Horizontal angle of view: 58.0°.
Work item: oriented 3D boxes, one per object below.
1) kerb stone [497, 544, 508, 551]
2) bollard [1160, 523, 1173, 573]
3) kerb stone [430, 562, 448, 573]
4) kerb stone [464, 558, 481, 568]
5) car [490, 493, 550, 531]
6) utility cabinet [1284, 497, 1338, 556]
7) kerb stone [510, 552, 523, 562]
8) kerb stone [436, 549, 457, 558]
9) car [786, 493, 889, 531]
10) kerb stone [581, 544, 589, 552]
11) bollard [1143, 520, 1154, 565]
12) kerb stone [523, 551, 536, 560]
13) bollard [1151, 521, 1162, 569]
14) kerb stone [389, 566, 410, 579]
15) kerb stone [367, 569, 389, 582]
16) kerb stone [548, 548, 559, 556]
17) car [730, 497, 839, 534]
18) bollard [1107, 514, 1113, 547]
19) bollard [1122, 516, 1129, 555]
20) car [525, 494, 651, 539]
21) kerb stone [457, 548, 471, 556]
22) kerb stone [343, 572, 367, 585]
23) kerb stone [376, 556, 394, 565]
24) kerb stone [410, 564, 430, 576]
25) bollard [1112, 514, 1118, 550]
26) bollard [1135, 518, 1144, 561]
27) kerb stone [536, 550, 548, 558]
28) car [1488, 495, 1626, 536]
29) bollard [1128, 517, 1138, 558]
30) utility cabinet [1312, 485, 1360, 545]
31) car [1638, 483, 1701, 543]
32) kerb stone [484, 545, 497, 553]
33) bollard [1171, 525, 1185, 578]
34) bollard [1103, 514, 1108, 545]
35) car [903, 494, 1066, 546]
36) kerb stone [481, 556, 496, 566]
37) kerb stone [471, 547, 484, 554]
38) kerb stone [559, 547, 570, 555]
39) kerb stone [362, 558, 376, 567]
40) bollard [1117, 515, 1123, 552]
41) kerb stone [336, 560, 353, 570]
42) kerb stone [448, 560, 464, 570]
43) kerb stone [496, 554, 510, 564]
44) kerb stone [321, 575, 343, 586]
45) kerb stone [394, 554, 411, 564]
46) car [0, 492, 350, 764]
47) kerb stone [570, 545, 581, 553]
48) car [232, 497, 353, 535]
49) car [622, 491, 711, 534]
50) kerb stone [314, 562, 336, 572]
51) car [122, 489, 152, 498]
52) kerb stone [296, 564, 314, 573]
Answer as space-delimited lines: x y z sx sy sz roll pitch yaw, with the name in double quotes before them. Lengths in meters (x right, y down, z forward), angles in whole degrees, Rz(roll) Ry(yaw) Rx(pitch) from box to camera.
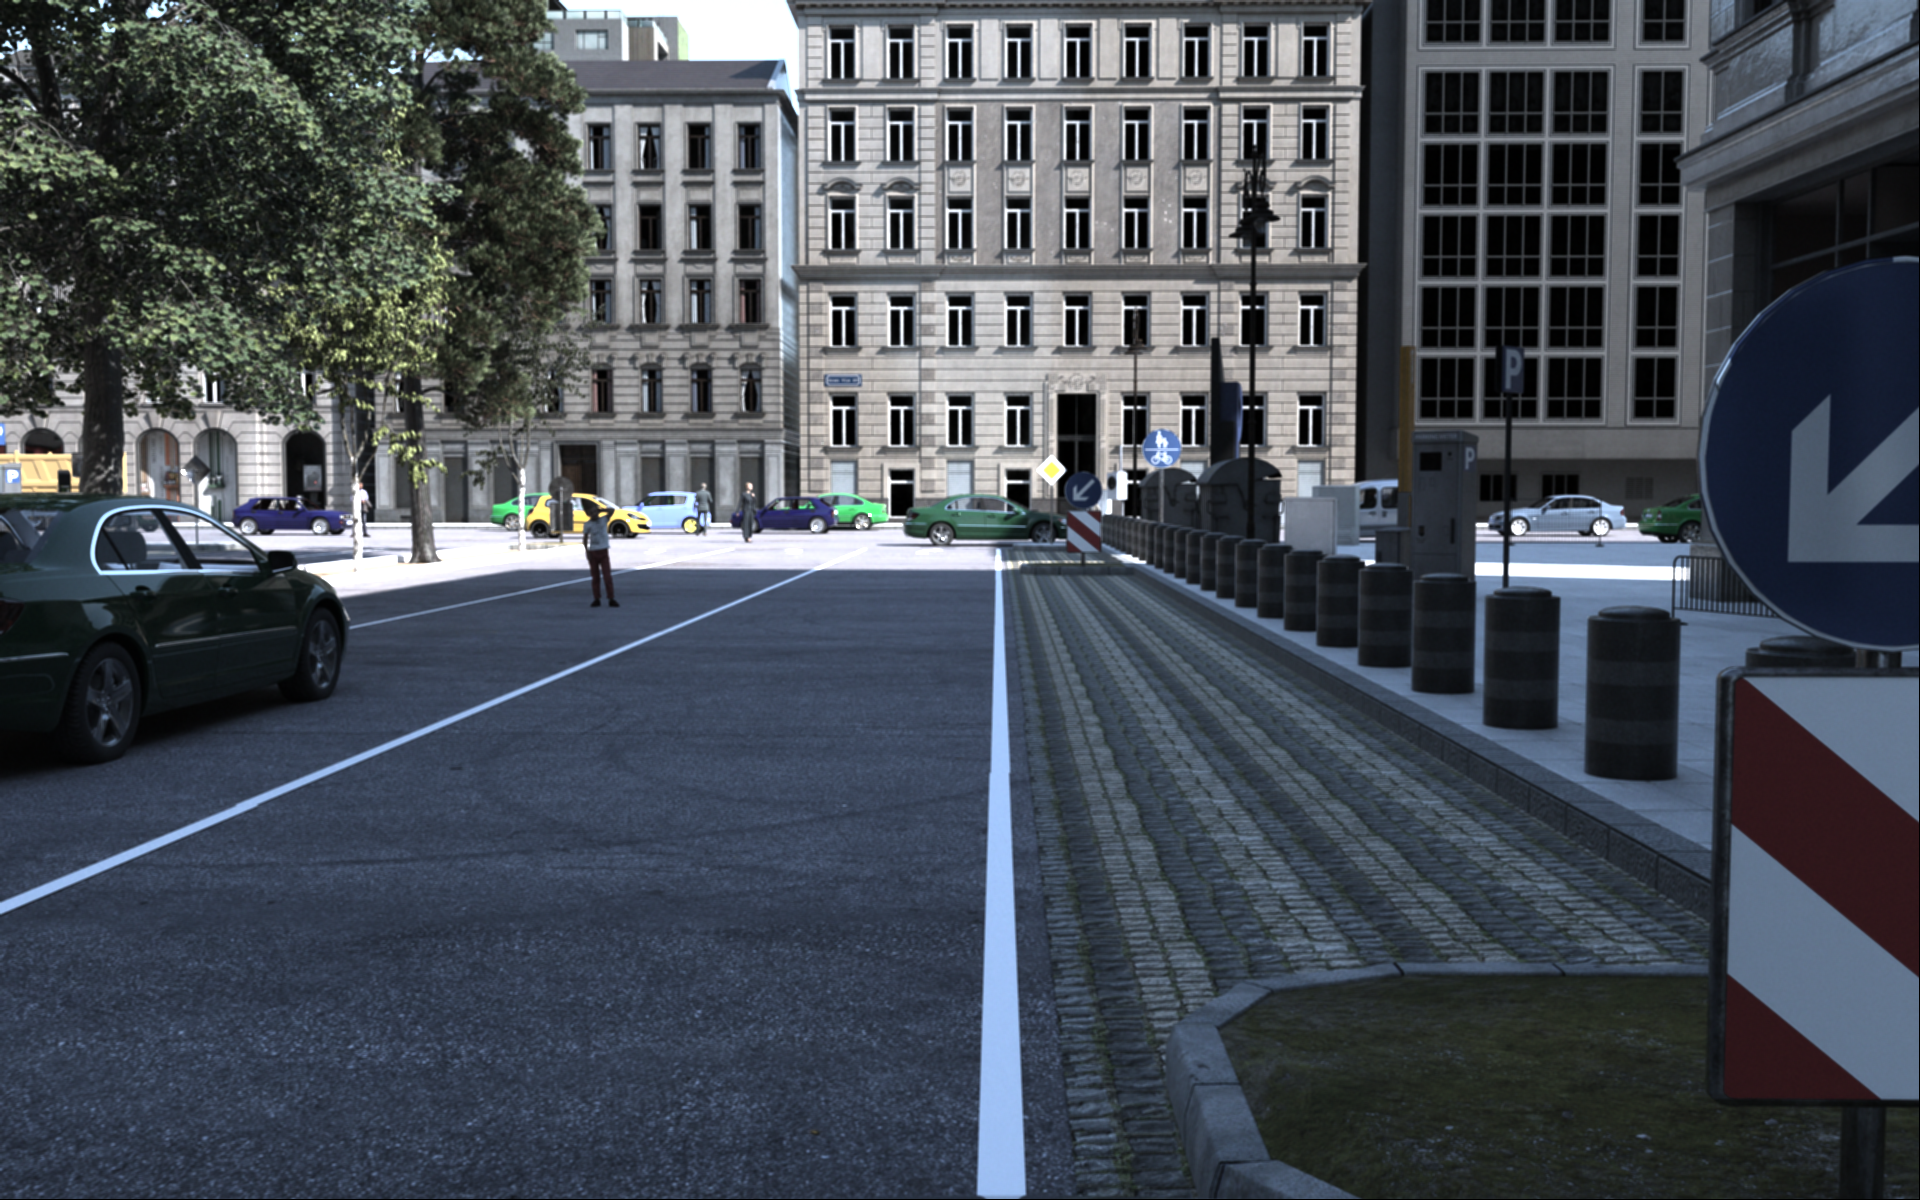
"kerb stone" -11.534 -1.282 43.208 0.120 0.150 1.000 0 4 1
"bollard" 3.516 -0.824 28.194 0.404 0.777 0.398 0 3 0
"kerb stone" -9.680 -0.588 31.811 0.120 0.150 1.000 0 4 1
"kerb stone" -9.632 -0.714 33.867 0.120 0.150 1.000 0 4 1
"car" -15.774 -3.569 67.145 4.718 1.807 1.959 0 4 1
"utility cabinet" 7.131 -1.470 35.194 1.020 1.237 0.306 2 4 25
"kerb stone" -9.568 -0.902 36.947 0.120 0.150 1.000 0 4 1
"kerb stone" -11.623 -1.033 39.092 0.120 0.150 1.000 0 4 1
"car" -5.182 -3.653 68.529 4.718 1.807 1.959 0 4 0
"kerb stone" -9.431 -1.279 43.110 0.120 0.150 1.000 0 4 1
"bollard" 3.591 -1.030 31.555 0.404 0.777 0.398 0 3 0
"kerb stone" -9.551 -0.965 37.972 0.120 0.150 1.000 0 4 1
"bollard" 3.558 -0.927 29.875 0.404 0.777 0.398 0 3 0
"kerb stone" -9.725 -0.462 29.743 0.120 0.150 1.000 0 4 1
"kerb stone" -9.744 -0.399 28.717 0.120 0.150 1.000 0 4 1
"kerb stone" -9.511 -1.084 40.032 0.120 0.150 1.000 0 4 1
"car" -6.396 -3.101 63.277 3.894 1.354 1.945 0 4 3
"bollard" 3.815 -1.649 41.675 0.404 0.777 0.398 0 3 0
"bollard" 3.702 -1.339 36.614 0.404 0.777 0.398 0 3 0
"car" -12.058 -2.817 56.288 3.980 1.641 2.015 0 4 3
"kerb stone" -11.605 -1.096 40.117 0.120 0.150 1.000 0 4 1
"kerb stone" -9.772 -0.336 27.692 0.120 0.150 1.000 0 4 1
"kerb stone" -11.707 -0.781 34.967 0.120 0.150 1.000 0 4 1
"kerb stone" -9.700 -0.525 30.786 0.120 0.150 1.000 0 4 1
"bollard" 3.780 -1.545 39.974 0.404 0.777 0.398 0 3 0
"bollard" 3.627 -1.133 33.235 0.404 0.777 0.398 0 3 0
"kerb stone" -9.521 -1.025 39.006 0.120 0.150 1.000 0 4 1
"car" 20.455 -2.901 59.431 4.499 1.417 2.014 0 4 2
"bollard" 3.664 -1.236 34.919 0.404 0.777 0.398 0 3 0
"utility cabinet" 9.423 -2.127 43.463 1.173 1.500 0.318 3 4 39
"car" 21.808 -2.470 49.180 4.718 1.807 1.959 0 4 1
"kerb stone" -11.547 -1.222 42.170 0.120 0.150 1.000 0 4 1
"bollard" 3.482 -0.720 26.493 0.404 0.777 0.398 0 3 0
"bollard" 3.853 -1.752 43.369 0.404 0.777 0.398 0 3 0
"car" 0.863 -2.224 48.165 4.920 1.459 2.131 0 4 1
"kerb stone" -9.615 -0.777 34.896 0.120 0.150 1.000 0 4 1
"kerb stone" -11.574 -1.156 41.142 0.120 0.150 1.000 0 4 1
"kerb stone" -9.478 -1.154 41.059 0.120 0.150 1.000 0 4 1
"kerb stone" -11.737 -0.717 33.937 0.120 0.150 1.000 0 4 1
"bollard" 3.741 -1.442 38.294 0.404 0.777 0.398 0 3 0
"kerb stone" -11.756 -0.654 32.897 0.120 0.150 1.000 0 4 1
"kerb stone" -9.663 -0.651 32.840 0.120 0.150 1.000 0 4 1
"kerb stone" -9.582 -0.839 35.921 0.120 0.150 1.000 0 4 1
"kerb stone" -9.791 -0.271 26.667 0.120 0.150 1.000 0 4 1
"kerb stone" -11.691 -0.839 35.998 0.120 0.150 1.000 0 4 1
"car" -5.382 0.070 10.650 2.131 1.459 4.920 0 4 2
"kerb stone" -9.462 -1.215 42.085 0.120 0.150 1.000 0 4 1
"car" -23.377 -2.952 60.846 3.894 1.354 1.945 0 4 0
"car" -10.939 -3.262 62.920 3.694 1.707 1.945 0 4 0
"kerb stone" -11.779 -0.592 31.872 0.120 0.150 1.000 0 4 1
"car" -32.346 -3.405 65.452 4.222 1.686 2.009 0 4 2
"kerb stone" -11.806 -0.526 30.846 0.120 0.150 1.000 0 4 1
